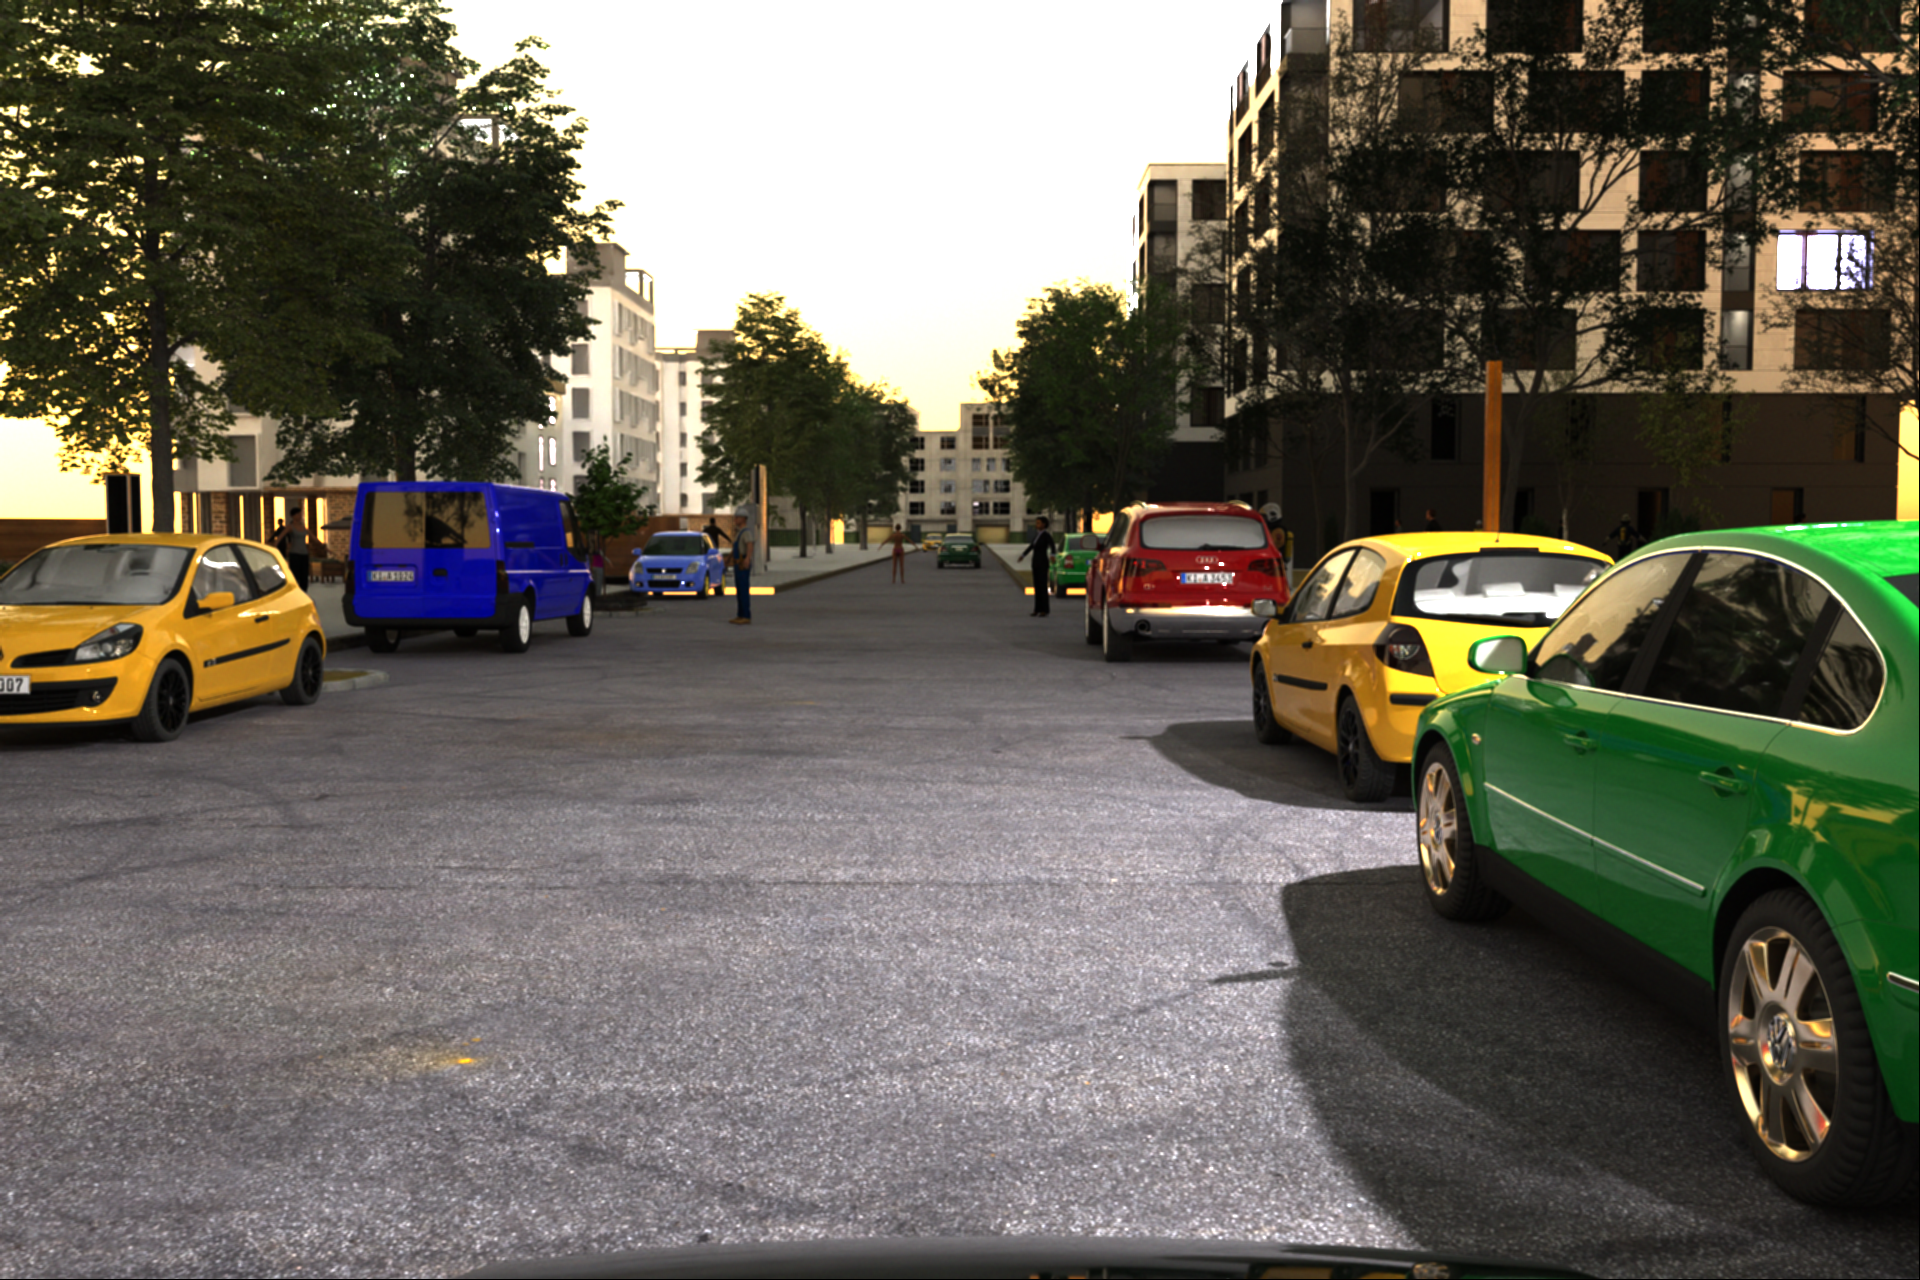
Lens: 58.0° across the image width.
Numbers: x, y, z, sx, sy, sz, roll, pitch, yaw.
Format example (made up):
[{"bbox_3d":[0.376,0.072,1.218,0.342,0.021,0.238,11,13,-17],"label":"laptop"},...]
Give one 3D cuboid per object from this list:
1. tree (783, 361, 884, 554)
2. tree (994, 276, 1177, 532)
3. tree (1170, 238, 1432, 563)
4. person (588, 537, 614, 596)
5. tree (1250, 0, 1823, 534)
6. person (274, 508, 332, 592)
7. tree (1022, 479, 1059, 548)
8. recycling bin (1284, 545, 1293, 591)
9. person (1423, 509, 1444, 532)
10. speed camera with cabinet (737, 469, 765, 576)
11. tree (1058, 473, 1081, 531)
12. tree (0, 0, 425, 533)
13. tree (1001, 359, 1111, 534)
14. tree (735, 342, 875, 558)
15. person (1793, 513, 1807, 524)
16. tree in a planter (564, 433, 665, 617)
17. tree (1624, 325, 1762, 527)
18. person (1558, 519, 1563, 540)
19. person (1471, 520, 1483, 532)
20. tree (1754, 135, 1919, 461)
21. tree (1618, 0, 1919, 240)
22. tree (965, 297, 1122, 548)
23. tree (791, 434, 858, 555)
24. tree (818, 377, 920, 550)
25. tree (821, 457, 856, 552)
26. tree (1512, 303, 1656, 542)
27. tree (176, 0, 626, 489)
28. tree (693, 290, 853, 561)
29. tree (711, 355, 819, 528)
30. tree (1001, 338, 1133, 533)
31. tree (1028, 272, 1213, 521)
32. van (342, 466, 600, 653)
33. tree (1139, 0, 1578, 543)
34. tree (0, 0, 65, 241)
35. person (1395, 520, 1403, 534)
[{"bbox_3d":[-8.627,-11.924,113.082,7.486,12.596,7.792,0,3,0],"label":"tree"},{"bbox_3d":[6.408,-10.950,85.685,9.857,13.997,8.962,0,3,0],"label":"tree"},{"bbox_3d":[10.844,-7.238,52.758,8.767,10.594,7.601,-3,5,-43],"label":"tree"},{"bbox_3d":[-7.166,-1.394,34.512,0.599,1.433,0.991,-3,4,-38],"label":"person"},{"bbox_3d":[9.000,-5.736,28.188,8.767,10.594,7.601,0,4,-2],"label":"tree"},{"bbox_3d":[-11.249,-1.393,29.579,0.721,1.737,1.217,2,4,29],"label":"person"},{"bbox_3d":[6.696,-10.911,128.758,4.737,8.622,4.395,0,3,0],"label":"tree"},{"bbox_3d":[7.176,-1.649,39.520,0.722,1.027,0.722,0,4,1],"label":"recycling bin"},{"bbox_3d":[9.735,-1.813,35.863,1.348,1.803,0.705,-3,5,-42],"label":"person"},{"bbox_3d":[-6.477,-3.626,53.613,0.660,3.252,2.038,0,4,1],"label":"speed camera with cabinet"},{"bbox_3d":[7.146,-10.040,114.511,4.360,8.622,3.978,0,3,0],"label":"tree"},{"bbox_3d":[-12.265,-6.627,26.481,7.486,12.596,7.792,0,3,0],"label":"tree"},{"bbox_3d":[6.265,-11.591,107.644,7.486,12.596,7.792,0,3,0],"label":"tree"},{"bbox_3d":[-8.512,-10.292,94.029,9.928,11.665,9.643,0,3,0],"label":"tree"},{"bbox_3d":[18.352,-1.883,37.626,0.721,1.735,1.217,0,4,-3],"label":"person"},{"bbox_3d":[-6.357,-2.058,30.865,1.991,3.239,1.994,0,4,1],"label":"tree in a planter"},{"bbox_3d":[24.682,-6.656,59.195,4.737,8.622,4.395,0,3,0],"label":"tree"},{"bbox_3d":[21.552,-3.420,61.858,0.705,1.837,1.347,1,4,22],"label":"person"},{"bbox_3d":[18.583,-3.397,62.001,1.216,1.772,0.721,2,4,29],"label":"person"},{"bbox_3d":[28.355,-8.516,49.614,12.009,13.543,11.850,0,3,0],"label":"tree"},{"bbox_3d":[8.571,-4.793,12.771,7.601,10.594,8.767,-3,5,-41],"label":"tree"},{"bbox_3d":[6.743,-17.383,140.106,12.611,20.169,13.585,0,3,0],"label":"tree"},{"bbox_3d":[-9.042,-9.453,104.919,4.360,8.622,3.978,0,3,0],"label":"tree"},{"bbox_3d":[-7.897,-14.255,139.720,9.857,13.997,8.962,0,3,0],"label":"tree"},{"bbox_3d":[-8.892,-10.418,120.689,4.737,8.622,4.395,0,3,0],"label":"tree"},{"bbox_3d":[18.882,-6.342,54.056,4.360,8.622,3.978,0,3,0],"label":"tree"},{"bbox_3d":[-12.334,-8.054,38.344,9.857,13.997,8.962,0,3,0],"label":"tree"},{"bbox_3d":[-8.748,-9.973,81.186,7.486,12.596,7.792,0,3,0],"label":"tree"},{"bbox_3d":[-8.305,-7.434,71.903,4.737,8.622,4.395,0,3,0],"label":"tree"},{"bbox_3d":[5.968,-10.967,97.440,7.486,12.596,7.792,0,3,0],"label":"tree"},{"bbox_3d":[6.307,-8.716,68.255,9.928,11.665,9.643,0,3,0],"label":"tree"},{"bbox_3d":[-6.151,-1.109,22.511,2.240,2.365,5.245,0,4,1],"label":"van"},{"bbox_3d":[9.125,-7.907,39.658,12.009,13.543,11.850,0,3,0],"label":"tree"},{"bbox_3d":[-11.941,-5.957,15.524,7.486,12.596,7.792,0,3,0],"label":"tree"},{"bbox_3d":[15.742,-3.427,62.298,0.705,1.796,1.348,1,4,11],"label":"person"}]
